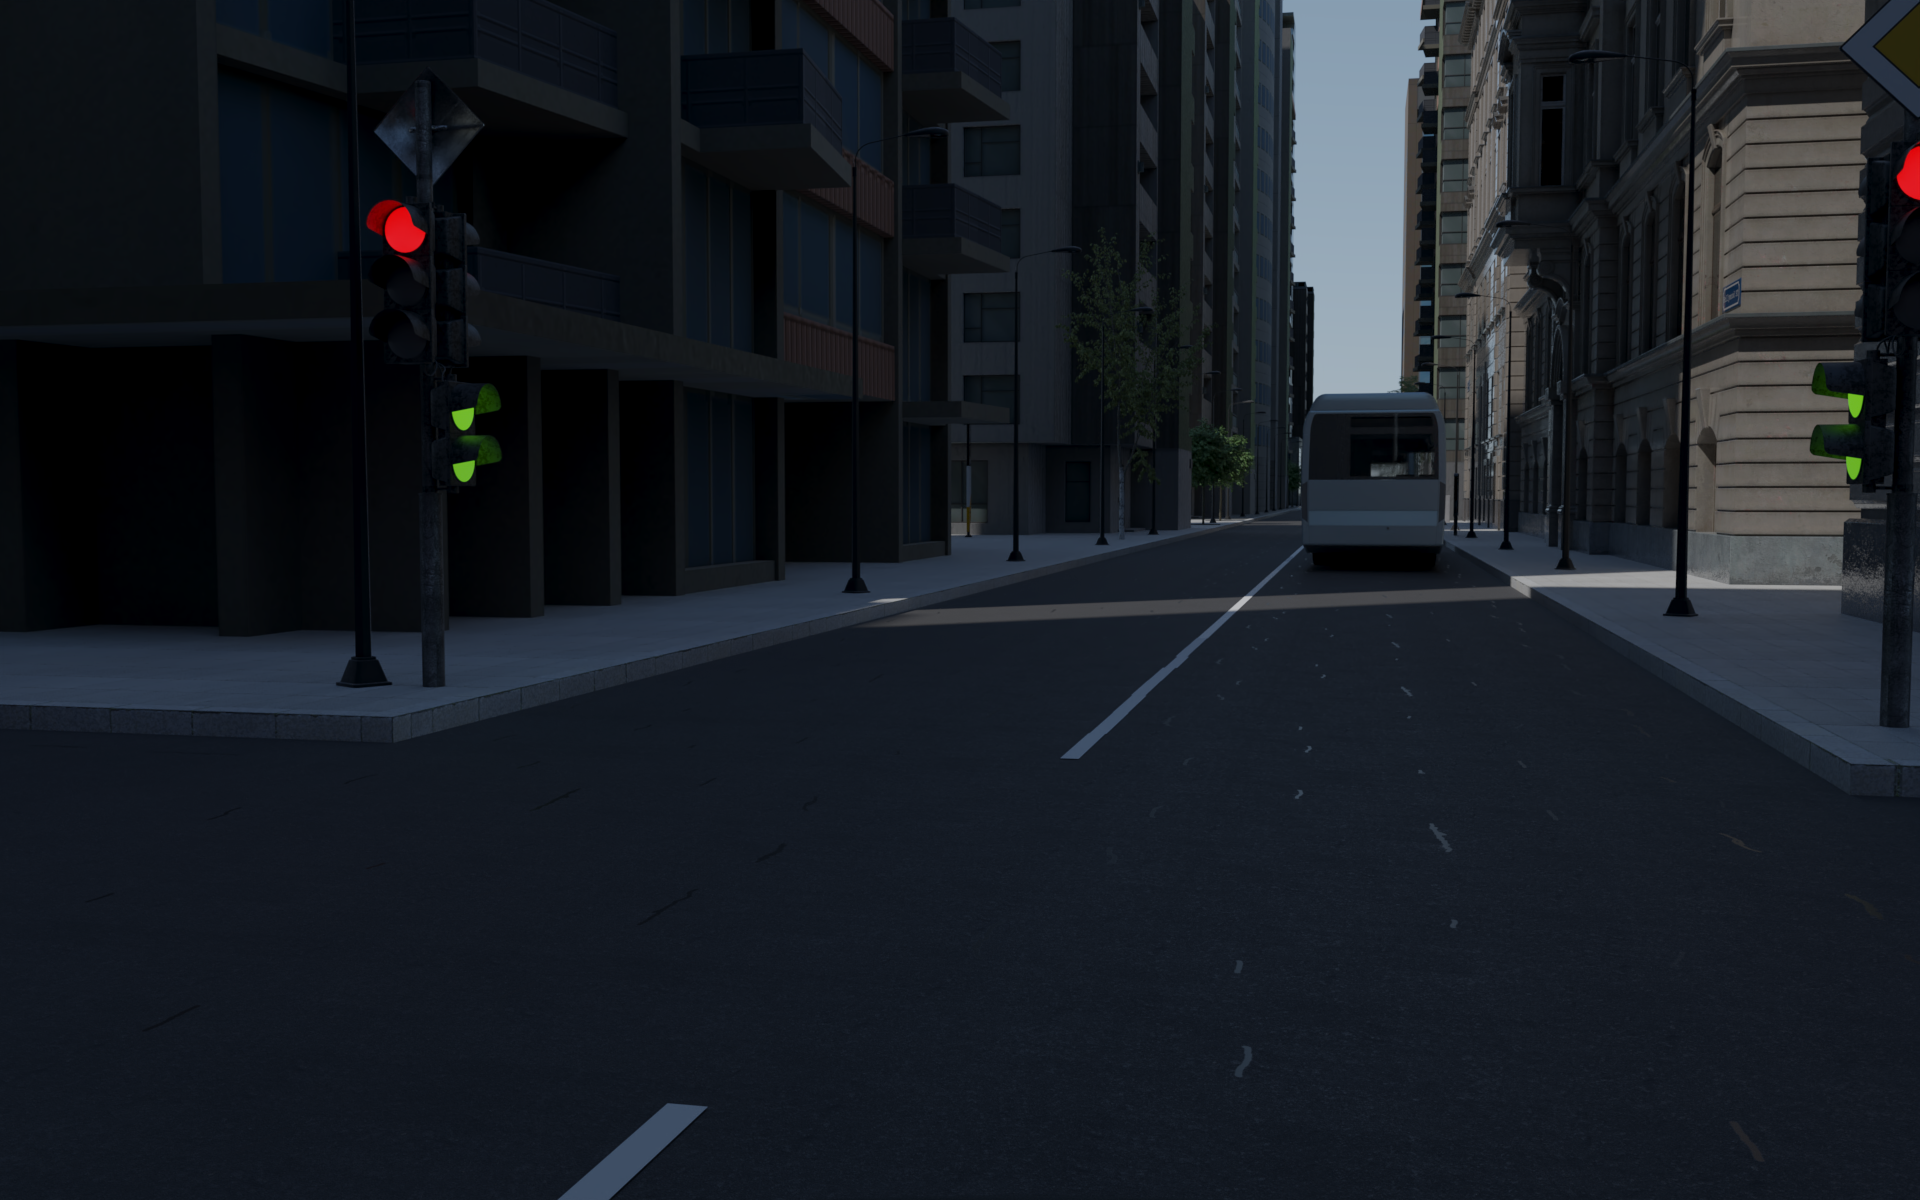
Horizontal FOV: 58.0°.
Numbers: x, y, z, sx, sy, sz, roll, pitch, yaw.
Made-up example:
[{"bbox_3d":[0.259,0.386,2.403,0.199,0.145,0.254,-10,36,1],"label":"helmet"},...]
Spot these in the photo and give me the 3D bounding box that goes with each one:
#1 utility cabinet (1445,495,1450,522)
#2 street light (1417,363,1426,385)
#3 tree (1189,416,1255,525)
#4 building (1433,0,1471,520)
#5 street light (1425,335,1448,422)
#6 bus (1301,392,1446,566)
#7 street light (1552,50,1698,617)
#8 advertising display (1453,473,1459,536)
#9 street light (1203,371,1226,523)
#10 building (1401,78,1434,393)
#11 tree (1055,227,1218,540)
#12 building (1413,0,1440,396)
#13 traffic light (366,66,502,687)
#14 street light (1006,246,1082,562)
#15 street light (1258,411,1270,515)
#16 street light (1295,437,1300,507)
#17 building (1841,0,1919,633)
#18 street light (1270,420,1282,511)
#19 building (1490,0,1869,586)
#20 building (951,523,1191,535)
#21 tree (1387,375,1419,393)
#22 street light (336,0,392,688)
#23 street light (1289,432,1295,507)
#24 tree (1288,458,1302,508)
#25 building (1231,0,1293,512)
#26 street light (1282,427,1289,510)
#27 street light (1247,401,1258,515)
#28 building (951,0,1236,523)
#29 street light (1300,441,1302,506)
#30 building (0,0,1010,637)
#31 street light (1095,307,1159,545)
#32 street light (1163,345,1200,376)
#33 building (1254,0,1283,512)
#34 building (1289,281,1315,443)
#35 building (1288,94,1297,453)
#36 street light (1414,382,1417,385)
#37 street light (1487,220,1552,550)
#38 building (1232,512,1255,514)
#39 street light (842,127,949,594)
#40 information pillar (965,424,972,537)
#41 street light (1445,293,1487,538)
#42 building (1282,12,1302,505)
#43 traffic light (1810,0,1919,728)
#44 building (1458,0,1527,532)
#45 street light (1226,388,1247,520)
[{"bbox_3d":[22.218,-4.160,79.178,0.306,1.237,1.020,1,4,12],"label":"utility cabinet"},{"bbox_3d":[16.992,-5.424,61.229,1.470,5.913,1.316,1,4,13],"label":"street light"},{"bbox_3d":[10.113,-5.428,72.454,4.285,4.588,4.351,0,3,0],"label":"tree"},{"bbox_3d":[31.916,-19.463,89.923,14.160,30.474,14.107,1,4,13],"label":"building"},{"bbox_3d":[14.441,-4.776,50.629,1.470,5.913,1.316,1,4,13],"label":"street light"},{"bbox_3d":[9.123,-2.635,37.938,2.948,3.499,13.247,1,4,14],"label":"bus"},{"bbox_3d":[7.065,-2.792,18.194,1.470,5.913,1.316,1,4,13],"label":"street light"},{"bbox_3d":[15.397,-2.969,53.750,0.123,1.923,0.974,1,4,18],"label":"advertising display"},{"bbox_3d":[9.154,-5.696,65.666,1.470,5.913,1.316,1,4,13],"label":"street light"},{"bbox_3d":[53.748,-32.533,182.018,14.600,45.320,14.200,1,4,13],"label":"building"},{"bbox_3d":[4.775,-5.998,48.434,4.737,8.622,4.395,0,3,0],"label":"tree"},{"bbox_3d":[48.231,-29.656,139.498,22.147,44.769,28.867,1,4,13],"label":"building"},{"bbox_3d":[-3.494,-1.377,11.431,0.839,4.253,0.868,1,4,13],"label":"traffic light"},{"bbox_3d":[1.591,-3.682,32.739,1.470,5.913,1.316,1,4,13],"label":"street light"},{"bbox_3d":[16.488,-7.642,97.487,1.470,5.913,1.316,1,4,13],"label":"street light"},{"bbox_3d":[26.721,-10.320,141.265,1.470,5.913,1.316,1,4,13],"label":"street light"},{"bbox_3d":[17.387,-11.149,11.164,19.941,23.489,11.050,1,4,13],"label":"building"},{"bbox_3d":[19.170,-8.307,108.353,1.470,5.913,1.316,1,4,13],"label":"street light"},{"bbox_3d":[19.720,-13.454,39.061,14.460,24.649,34.723,1,4,13],"label":"building"},{"bbox_3d":[0.394,-17.621,59.809,14.160,30.474,14.107,1,4,13],"label":"building"},{"bbox_3d":[42.500,-15.122,165.367,7.486,12.596,7.792,0,3,0],"label":"tree"},{"bbox_3d":[-3.473,-2.372,11.316,1.470,5.913,1.316,1,4,13],"label":"street light"},{"bbox_3d":[24.200,-9.646,130.260,1.470,5.913,1.316,1,4,13],"label":"street light"},{"bbox_3d":[30.389,-10.771,159.821,4.285,4.588,4.351,0,3,0],"label":"tree"},{"bbox_3d":[21.038,-28.475,149.159,14.154,41.232,14.086,1,4,13],"label":"building"},{"bbox_3d":[21.769,-9.003,119.735,1.470,5.913,1.316,1,4,13],"label":"street light"},{"bbox_3d":[13.923,-6.958,86.296,1.470,5.913,1.316,1,4,13],"label":"street light"},{"bbox_3d":[7.217,-19.679,93.446,14.160,30.474,14.107,1,4,13],"label":"building"},{"bbox_3d":[29.229,-10.962,151.772,1.470,5.913,1.316,1,4,13],"label":"street light"},{"bbox_3d":[-11.427,-22.899,29.032,22.147,44.769,28.867,1,4,13],"label":"building"},{"bbox_3d":[4.099,-4.324,43.246,1.470,5.913,1.316,1,4,13],"label":"street light"},{"bbox_3d":[6.621,-4.999,54.269,1.470,5.913,1.316,1,4,13],"label":"street light"},{"bbox_3d":[12.614,-35.897,128.908,21.231,58.520,28.212,1,4,13],"label":"building"},{"bbox_3d":[40.315,-28.240,233.426,14.160,30.474,14.107,1,4,13],"label":"building"},{"bbox_3d":[23.729,-32.274,182.303,22.147,44.769,28.867,1,4,13],"label":"building"},{"bbox_3d":[19.487,-6.067,71.739,1.470,5.913,1.316,1,4,13],"label":"street light"},{"bbox_3d":[9.773,-3.478,29.414,1.470,5.913,1.316,1,4,13],"label":"street light"},{"bbox_3d":[11.100,-25.965,108.119,14.154,41.232,14.086,1,4,13],"label":"building"},{"bbox_3d":[-0.825,-3.038,22.210,1.470,5.913,1.316,1,4,13],"label":"street light"},{"bbox_3d":[0.262,-3.674,51.424,0.183,3.616,0.504,0,4,6],"label":"information pillar"},{"bbox_3d":[12.091,-4.124,39.965,1.470,5.913,1.316,1,4,13],"label":"street light"},{"bbox_3d":[30.864,-54.921,210.634,22.319,86.520,31.000,1,4,13],"label":"building"},{"bbox_3d":[5.144,-1.256,9.455,0.839,4.253,0.868,1,4,13],"label":"traffic light"},{"bbox_3d":[26.533,-16.562,68.054,12.463,27.353,25.104,1,4,13],"label":"building"},{"bbox_3d":[11.713,-6.345,76.277,1.470,5.913,1.316,1,4,13],"label":"street light"}]
